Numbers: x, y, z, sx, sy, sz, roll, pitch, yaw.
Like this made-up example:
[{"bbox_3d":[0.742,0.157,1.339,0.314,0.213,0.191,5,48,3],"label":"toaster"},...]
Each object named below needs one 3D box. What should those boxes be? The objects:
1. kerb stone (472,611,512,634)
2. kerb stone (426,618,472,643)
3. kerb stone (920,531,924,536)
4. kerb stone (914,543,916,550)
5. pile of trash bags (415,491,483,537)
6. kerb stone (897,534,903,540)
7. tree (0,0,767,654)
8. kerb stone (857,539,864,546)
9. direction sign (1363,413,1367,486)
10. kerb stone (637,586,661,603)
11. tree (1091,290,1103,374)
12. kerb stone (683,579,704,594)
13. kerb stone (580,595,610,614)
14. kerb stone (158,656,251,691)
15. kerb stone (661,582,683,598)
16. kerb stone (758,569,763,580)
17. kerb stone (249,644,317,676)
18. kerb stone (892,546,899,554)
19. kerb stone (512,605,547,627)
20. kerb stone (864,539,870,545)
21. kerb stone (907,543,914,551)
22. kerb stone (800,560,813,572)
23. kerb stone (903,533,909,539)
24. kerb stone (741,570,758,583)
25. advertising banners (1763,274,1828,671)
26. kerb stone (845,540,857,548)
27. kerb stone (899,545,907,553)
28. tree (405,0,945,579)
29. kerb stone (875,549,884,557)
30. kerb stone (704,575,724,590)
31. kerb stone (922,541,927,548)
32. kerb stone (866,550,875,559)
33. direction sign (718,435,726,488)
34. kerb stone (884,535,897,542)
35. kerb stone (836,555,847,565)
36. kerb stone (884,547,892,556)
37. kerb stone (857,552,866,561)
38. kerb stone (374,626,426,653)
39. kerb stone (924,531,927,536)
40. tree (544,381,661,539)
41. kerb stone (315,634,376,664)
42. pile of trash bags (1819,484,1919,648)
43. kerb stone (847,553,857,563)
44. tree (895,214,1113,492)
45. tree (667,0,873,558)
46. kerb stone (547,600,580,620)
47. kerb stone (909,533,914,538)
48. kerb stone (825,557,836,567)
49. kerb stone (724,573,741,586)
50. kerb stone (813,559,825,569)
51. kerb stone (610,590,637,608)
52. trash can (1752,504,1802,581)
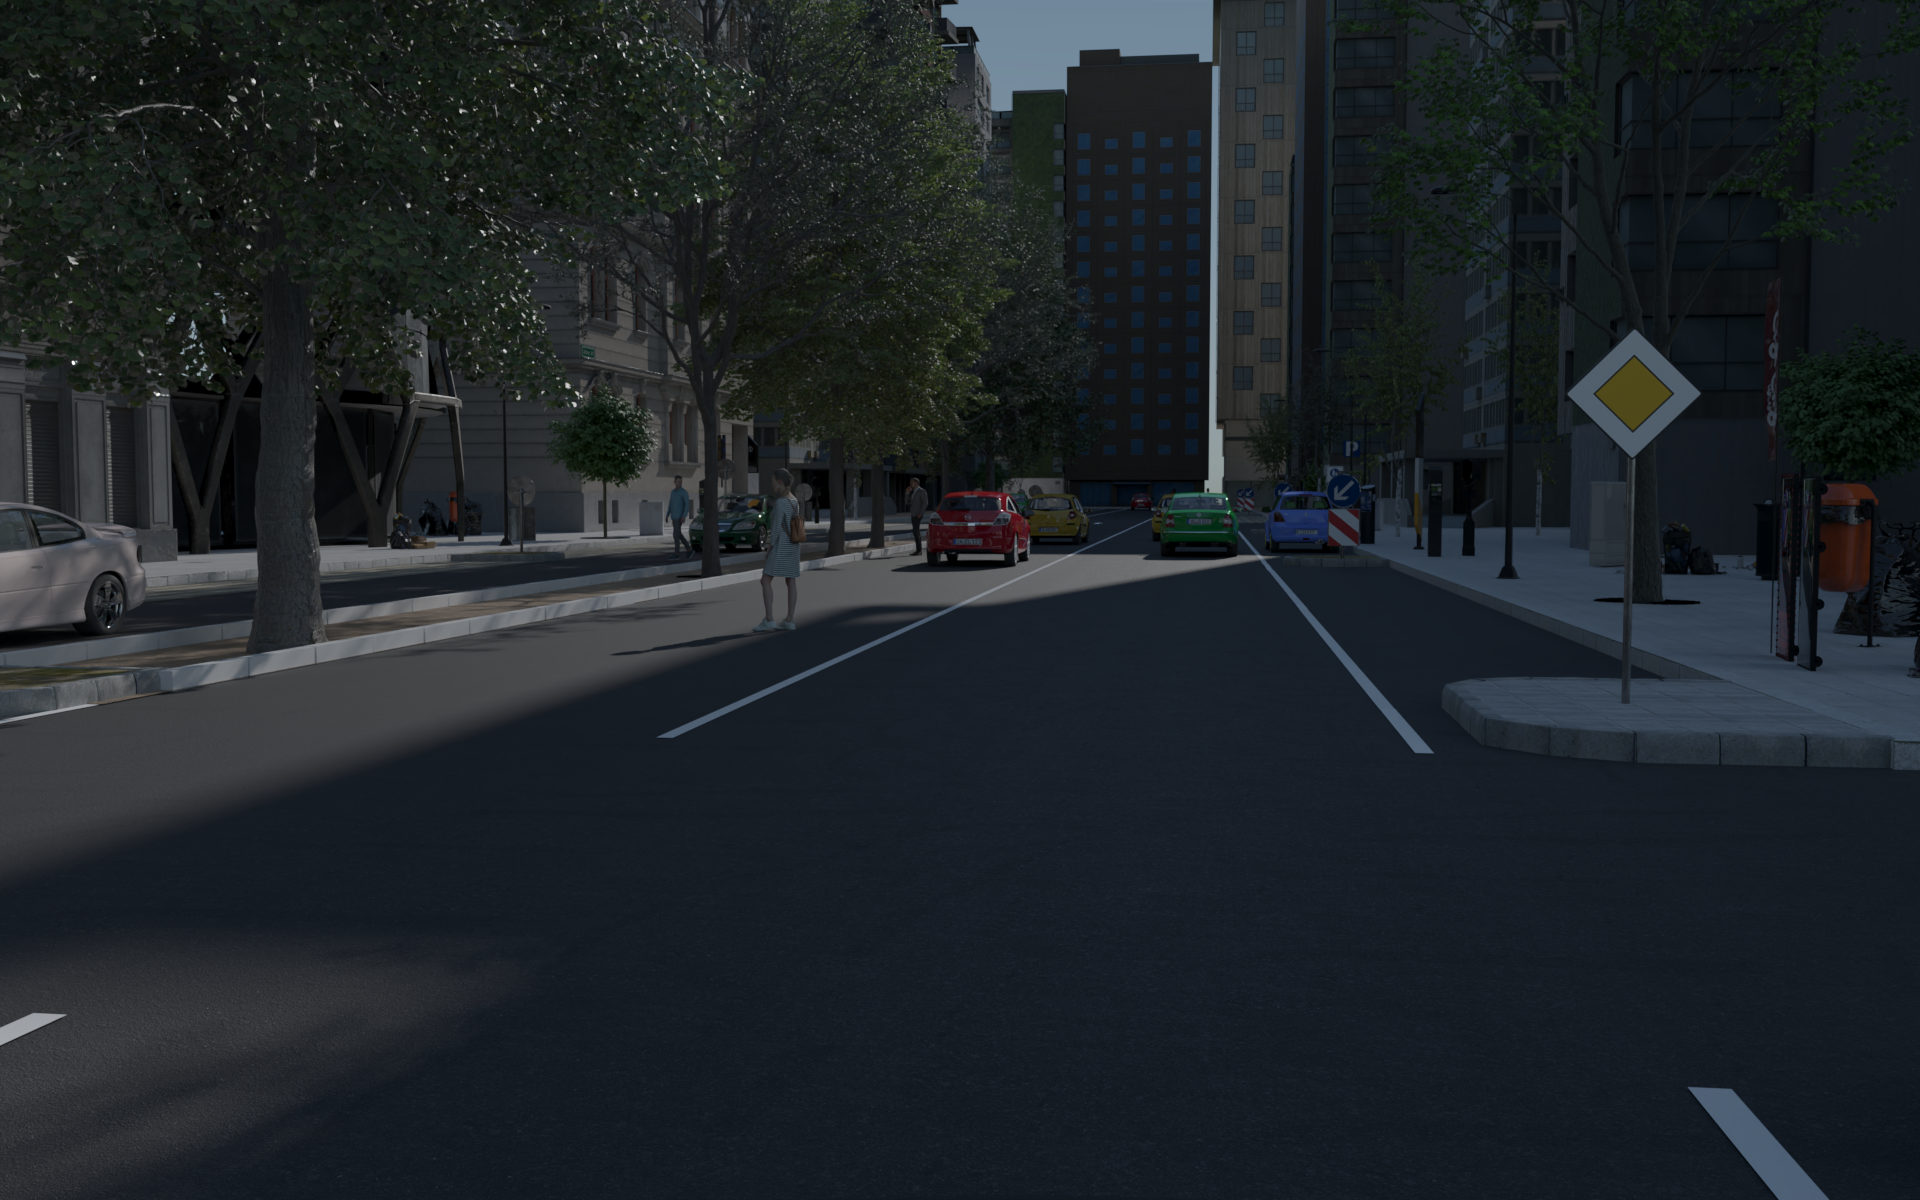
[{"bbox_3d":[-4.974,0.248,18.135,0.120,0.150,1.000,0,4,8],"label":"kerb stone"},{"bbox_3d":[-5.121,0.310,17.123,0.120,0.150,1.000,0,4,8],"label":"kerb stone"},{"bbox_3d":[-1.422,-2.186,58.015,0.120,0.150,1.000,0,4,8],"label":"kerb stone"},{"bbox_3d":[-1.226,-1.364,44.495,0.120,0.150,1.000,0,4,8],"label":"kerb stone"},{"bbox_3d":[-15.723,-2.676,53.508,1.912,1.369,3.447,-1,4,-23],"label":"pile of trash bags"},{"bbox_3d":[-1.990,-1.943,53.959,0.120,0.150,1.000,0,4,8],"label":"kerb stone"},{"bbox_3d":[-6.088,-6.498,15.348,9.857,13.997,8.962,0,3,0],"label":"tree"},{"bbox_3d":[-2.867,-1.570,47.863,0.120,0.150,1.000,0,4,8],"label":"kerb stone"},{"bbox_3d":[11.450,-3.485,48.985,0.379,3.537,0.876,1,4,10],"label":"direction sign"},{"bbox_3d":[-4.261,-0.062,23.205,0.120,0.150,1.000,0,4,8],"label":"kerb stone"},{"bbox_3d":[-0.453,-8.749,55.869,12.009,13.543,11.850,0,3,0],"label":"tree"},{"bbox_3d":[-3.972,-0.186,25.240,0.120,0.150,1.000,0,4,8],"label":"kerb stone"},{"bbox_3d":[-4.546,0.062,21.179,0.120,0.150,1.000,0,4,8],"label":"kerb stone"},{"bbox_3d":[-5.702,0.559,13.069,0.120,0.150,1.000,0,4,8],"label":"kerb stone"},{"bbox_3d":[-4.111,-0.124,24.217,0.120,0.150,1.000,0,4,8],"label":"kerb stone"},{"bbox_3d":[-3.388,-0.434,29.290,0.120,0.150,1.000,0,4,8],"label":"kerb stone"},{"bbox_3d":[-5.558,0.498,14.083,0.120,0.150,1.000,0,4,8],"label":"kerb stone"},{"bbox_3d":[-1.657,-1.175,41.459,0.120,0.150,1.000,0,4,8],"label":"kerb stone"},{"bbox_3d":[-4.836,0.189,19.148,0.120,0.150,1.000,0,4,8],"label":"kerb stone"},{"bbox_3d":[-2.723,-1.629,48.875,0.120,0.150,1.000,0,4,8],"label":"kerb stone"},{"bbox_3d":[-1.368,-1.302,43.483,0.120,0.150,1.000,0,4,8],"label":"kerb stone"},{"bbox_3d":[-2.957,-0.620,32.331,0.120,0.150,1.000,0,4,8],"label":"kerb stone"},{"bbox_3d":[-1.854,-2.003,54.974,0.120,0.150,1.000,0,4,8],"label":"kerb stone"},{"bbox_3d":[-3.534,-0.367,28.278,0.120,0.150,1.000,0,4,8],"label":"kerb stone"},{"bbox_3d":[6.407,-1.050,13.354,0.090,3.025,2.074,1,4,14],"label":"advertising banners"},{"bbox_3d":[-3.011,-1.508,46.849,0.120,0.150,1.000,0,4,8],"label":"kerb stone"},{"bbox_3d":[-1.516,-1.240,42.471,0.120,0.150,1.000,0,4,8],"label":"kerb stone"},{"bbox_3d":[-4.215,-7.099,28.899,12.009,13.543,11.850,0,3,0],"label":"tree"},{"bbox_3d":[-1.945,-1.052,39.428,0.120,0.150,1.000,0,4,8],"label":"kerb stone"},{"bbox_3d":[-3.818,-0.248,26.253,0.120,0.150,1.000,0,4,8],"label":"kerb stone"},{"bbox_3d":[-1.085,-1.426,45.508,0.120,0.150,1.000,0,4,8],"label":"kerb stone"},{"bbox_3d":[-2.087,-0.992,38.414,0.120,0.150,1.000,0,4,8],"label":"kerb stone"},{"bbox_3d":[-9.136,-4.555,66.479,0.379,3.537,0.876,-2,4,-26],"label":"direction sign"},{"bbox_3d":[-2.150,-1.881,52.949,0.120,0.150,1.000,0,4,8],"label":"kerb stone"},{"bbox_3d":[-2.525,-0.806,35.372,0.120,0.150,1.000,0,4,8],"label":"kerb stone"},{"bbox_3d":[-1.790,-1.113,40.445,0.120,0.150,1.000,0,4,8],"label":"kerb stone"},{"bbox_3d":[-2.230,-0.930,37.398,0.120,0.150,1.000,0,4,8],"label":"kerb stone"},{"bbox_3d":[-5.270,0.372,16.107,0.120,0.150,1.000,0,4,8],"label":"kerb stone"},{"bbox_3d":[-1.269,-2.253,59.025,0.120,0.150,1.000,0,4,8],"label":"kerb stone"},{"bbox_3d":[-10.173,-4.053,49.973,4.285,4.588,4.351,0,3,0],"label":"tree"},{"bbox_3d":[-5.409,0.434,15.094,0.120,0.150,1.000,0,4,8],"label":"kerb stone"},{"bbox_3d":[8.727,-0.348,15.450,3.447,1.369,1.912,-2,4,-31],"label":"pile of trash bags"},{"bbox_3d":[-2.383,-0.868,36.387,0.120,0.150,1.000,0,4,8],"label":"kerb stone"},{"bbox_3d":[1.217,-9.182,69.583,9.611,12.733,9.660,0,3,0],"label":"tree"},{"bbox_3d":[-2.799,-7.221,38.655,7.486,12.596,7.792,0,3,0],"label":"tree"},{"bbox_3d":[-4.686,0.124,20.162,0.120,0.150,1.000,0,4,8],"label":"kerb stone"},{"bbox_3d":[-1.705,-2.063,55.986,0.120,0.150,1.000,0,4,8],"label":"kerb stone"},{"bbox_3d":[-2.672,-0.741,34.359,0.120,0.150,1.000,0,4,8],"label":"kerb stone"},{"bbox_3d":[-3.678,-0.310,27.266,0.120,0.150,1.000,0,4,8],"label":"kerb stone"},{"bbox_3d":[-2.810,-0.682,33.345,0.120,0.150,1.000,0,4,8],"label":"kerb stone"},{"bbox_3d":[-4.399,0.000,22.192,0.120,0.150,1.000,0,4,8],"label":"kerb stone"},{"bbox_3d":[12.175,-0.862,25.754,0.748,1.137,0.748,0,3,0],"label":"trash can"}]
